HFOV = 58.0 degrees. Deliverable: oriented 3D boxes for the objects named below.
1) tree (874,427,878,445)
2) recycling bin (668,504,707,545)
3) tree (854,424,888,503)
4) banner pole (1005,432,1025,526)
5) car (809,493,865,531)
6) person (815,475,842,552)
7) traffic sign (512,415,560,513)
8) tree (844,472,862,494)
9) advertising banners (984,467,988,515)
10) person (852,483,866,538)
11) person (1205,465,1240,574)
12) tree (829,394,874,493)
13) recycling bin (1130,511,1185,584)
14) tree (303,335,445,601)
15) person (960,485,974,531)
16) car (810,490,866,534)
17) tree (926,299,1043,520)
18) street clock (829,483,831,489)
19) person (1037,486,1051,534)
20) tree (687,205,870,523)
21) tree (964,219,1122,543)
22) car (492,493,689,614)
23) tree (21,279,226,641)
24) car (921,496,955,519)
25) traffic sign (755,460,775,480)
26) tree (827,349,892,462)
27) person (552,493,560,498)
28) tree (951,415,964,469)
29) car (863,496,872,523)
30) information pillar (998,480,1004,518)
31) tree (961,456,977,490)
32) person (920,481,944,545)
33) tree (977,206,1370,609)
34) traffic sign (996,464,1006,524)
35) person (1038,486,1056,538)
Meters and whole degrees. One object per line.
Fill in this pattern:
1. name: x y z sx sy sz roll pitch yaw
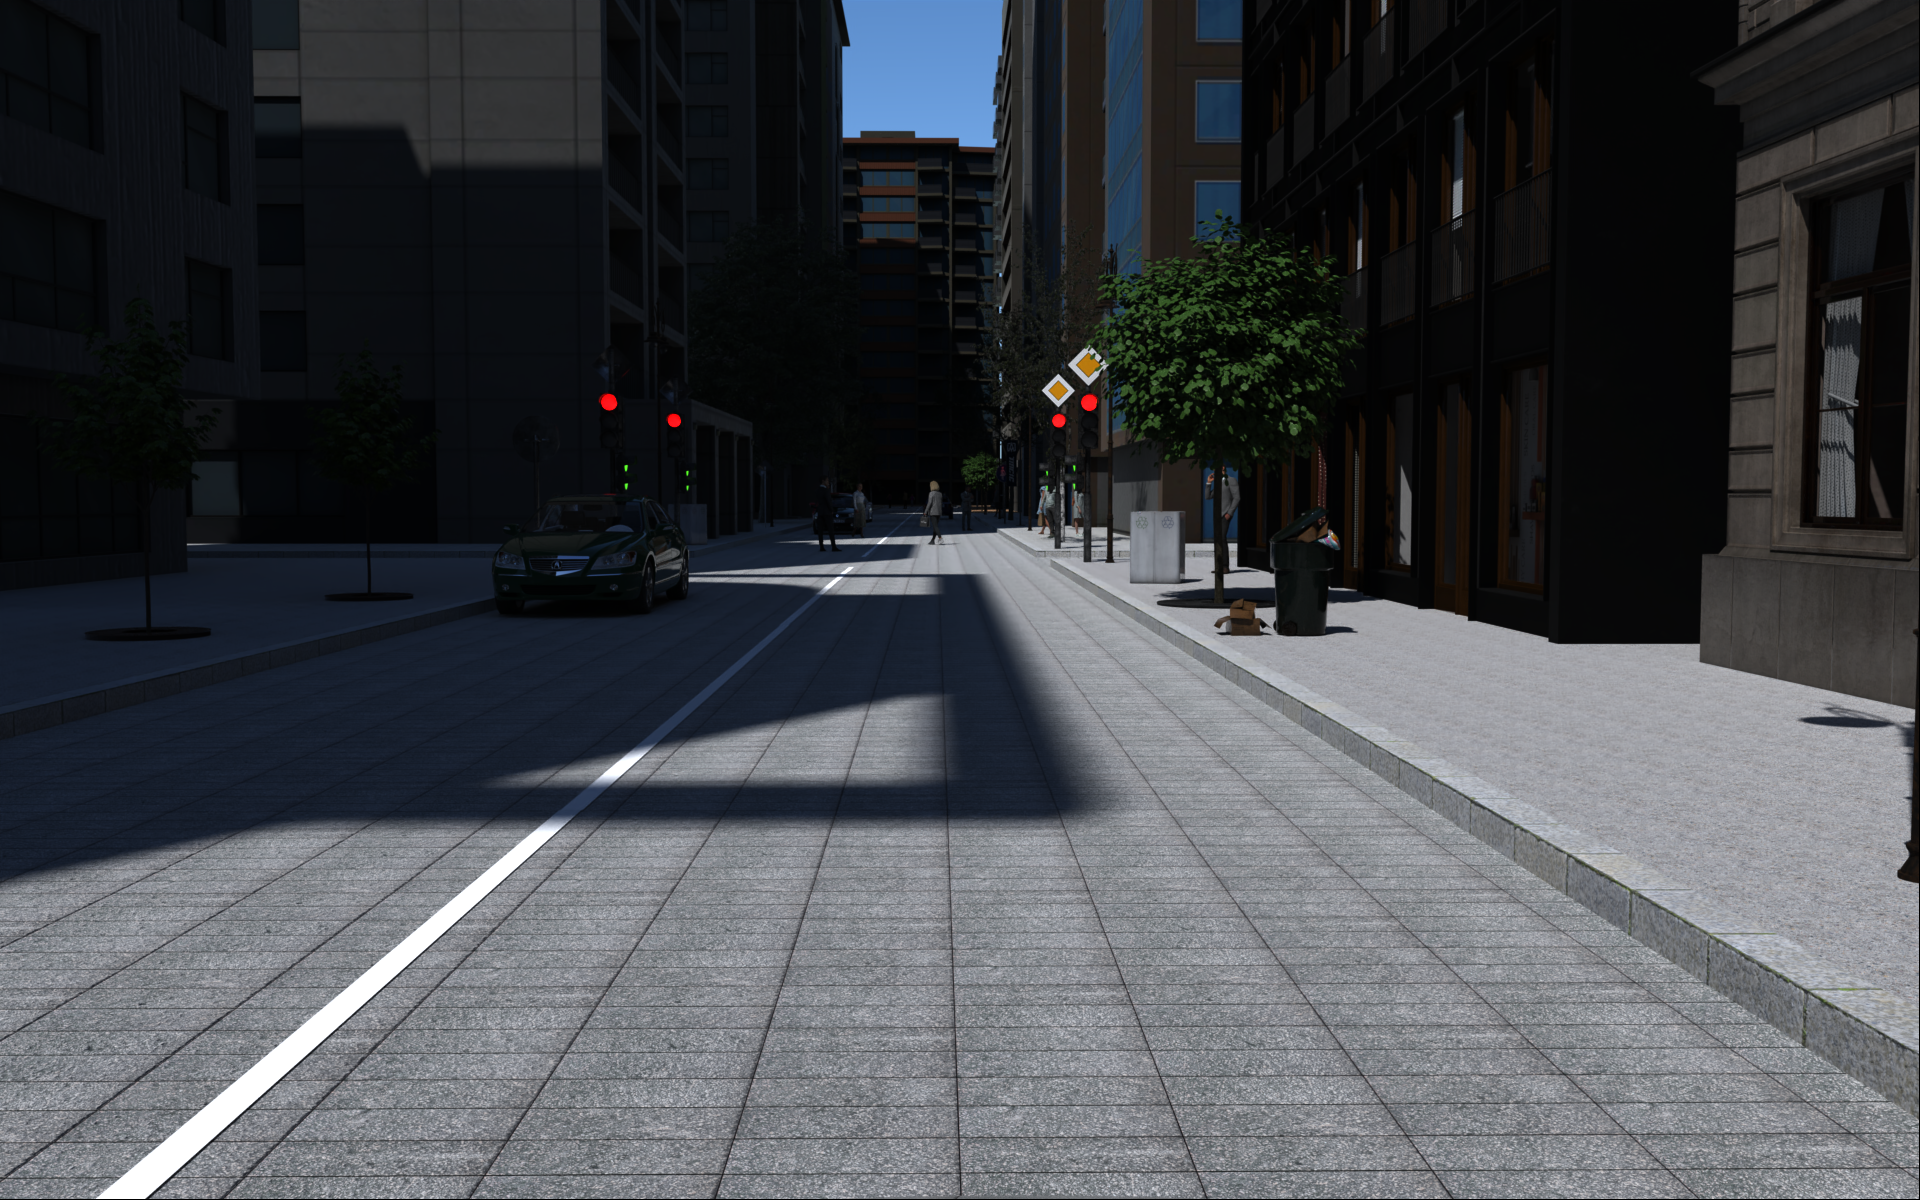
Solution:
1. tree: -9.435 -12.650 157.196 4.737 8.622 4.395 0 3 0
2. recycling bin: -6.893 -1.913 43.834 0.722 1.027 0.722 2 4 29
3. tree: -8.938 -13.591 172.579 4.360 8.622 3.978 0 3 0
4. banner pole: 2.238 -4.910 70.297 0.863 3.779 0.401 2 4 23
5. car: -4.794 -3.588 67.710 2.155 1.783 4.494 0 4 -2
6. person: -3.326 -2.168 43.309 0.648 1.900 0.474 3 5 40
7. traffic sign: -6.858 -1.708 28.039 0.768 2.556 0.104 0 4 0
8. tree: -9.163 -9.388 148.096 1.663 3.219 1.824 0 3 0
9. advertising banners: 1.630 -6.842 108.049 0.090 3.025 2.074 0 4 7
10. person: -3.362 -2.956 57.063 0.478 1.798 0.641 -2 4 -32
11. person: 4.222 -1.327 27.928 0.473 1.802 0.592 -1 4 -10
12. tree: -8.281 -9.974 113.440 4.737 8.622 4.395 0 3 0
13. recycling bin: 2.865 -0.766 25.076 0.722 1.027 0.722 1 4 14
14. tree: -7.125 -1.626 21.189 1.663 3.219 1.824 0 3 0
15. person: 0.304 -3.617 67.811 0.511 1.800 0.466 -3 5 -43
16. car: -4.398 -3.240 62.756 2.009 1.686 4.222 0 4 -3
17. tree: 2.408 -9.133 83.745 8.767 10.594 7.601 0 4 6
18. street clock: -7.808 -5.919 101.351 0.471 2.002 0.358 1 4 14
19. person: 2.756 -2.977 54.811 0.616 1.811 0.778 -2 4 -34
20. tree: -8.781 -10.418 76.985 9.857 13.997 8.962 0 3 0
21. tree: 2.471 -5.827 45.628 4.360 8.622 3.978 0 3 0
22. car: -4.630 -0.637 22.207 2.131 1.459 4.920 0 4 0
23. tree: -7.268 -1.286 15.632 1.663 3.219 1.824 0 3 0
24. car: -1.253 -5.321 99.572 1.945 1.354 3.894 0 4 -1
25. traffic sign: -7.436 -4.052 65.984 0.795 2.593 0.064 0 4 1
26. tree: -8.551 -10.483 105.805 8.767 10.594 7.601 -1 4 -9
27. person: -9.582 -1.873 40.953 0.425 1.301 0.394 1 4 15
28. tree: 1.296 -12.466 154.175 4.360 8.622 3.978 0 3 0
29. car: -5.466 -4.634 88.123 2.083 1.381 4.827 0 4 1
30. information pillar: 2.238 -5.335 91.725 0.304 2.012 0.304 2 4 29
31. tree: 1.706 -8.823 127.967 4.285 4.588 4.351 0 3 0
32. person: -0.748 -2.451 48.756 0.709 1.800 0.728 -3 5 -45
33. tree: 3.074 -2.218 19.973 4.285 4.588 4.351 0 3 0
34. traffic sign: 1.935 -4.558 74.630 0.768 2.556 0.104 0 4 8
35. person: 2.635 -2.693 50.561 0.782 1.767 0.515 3 5 43
